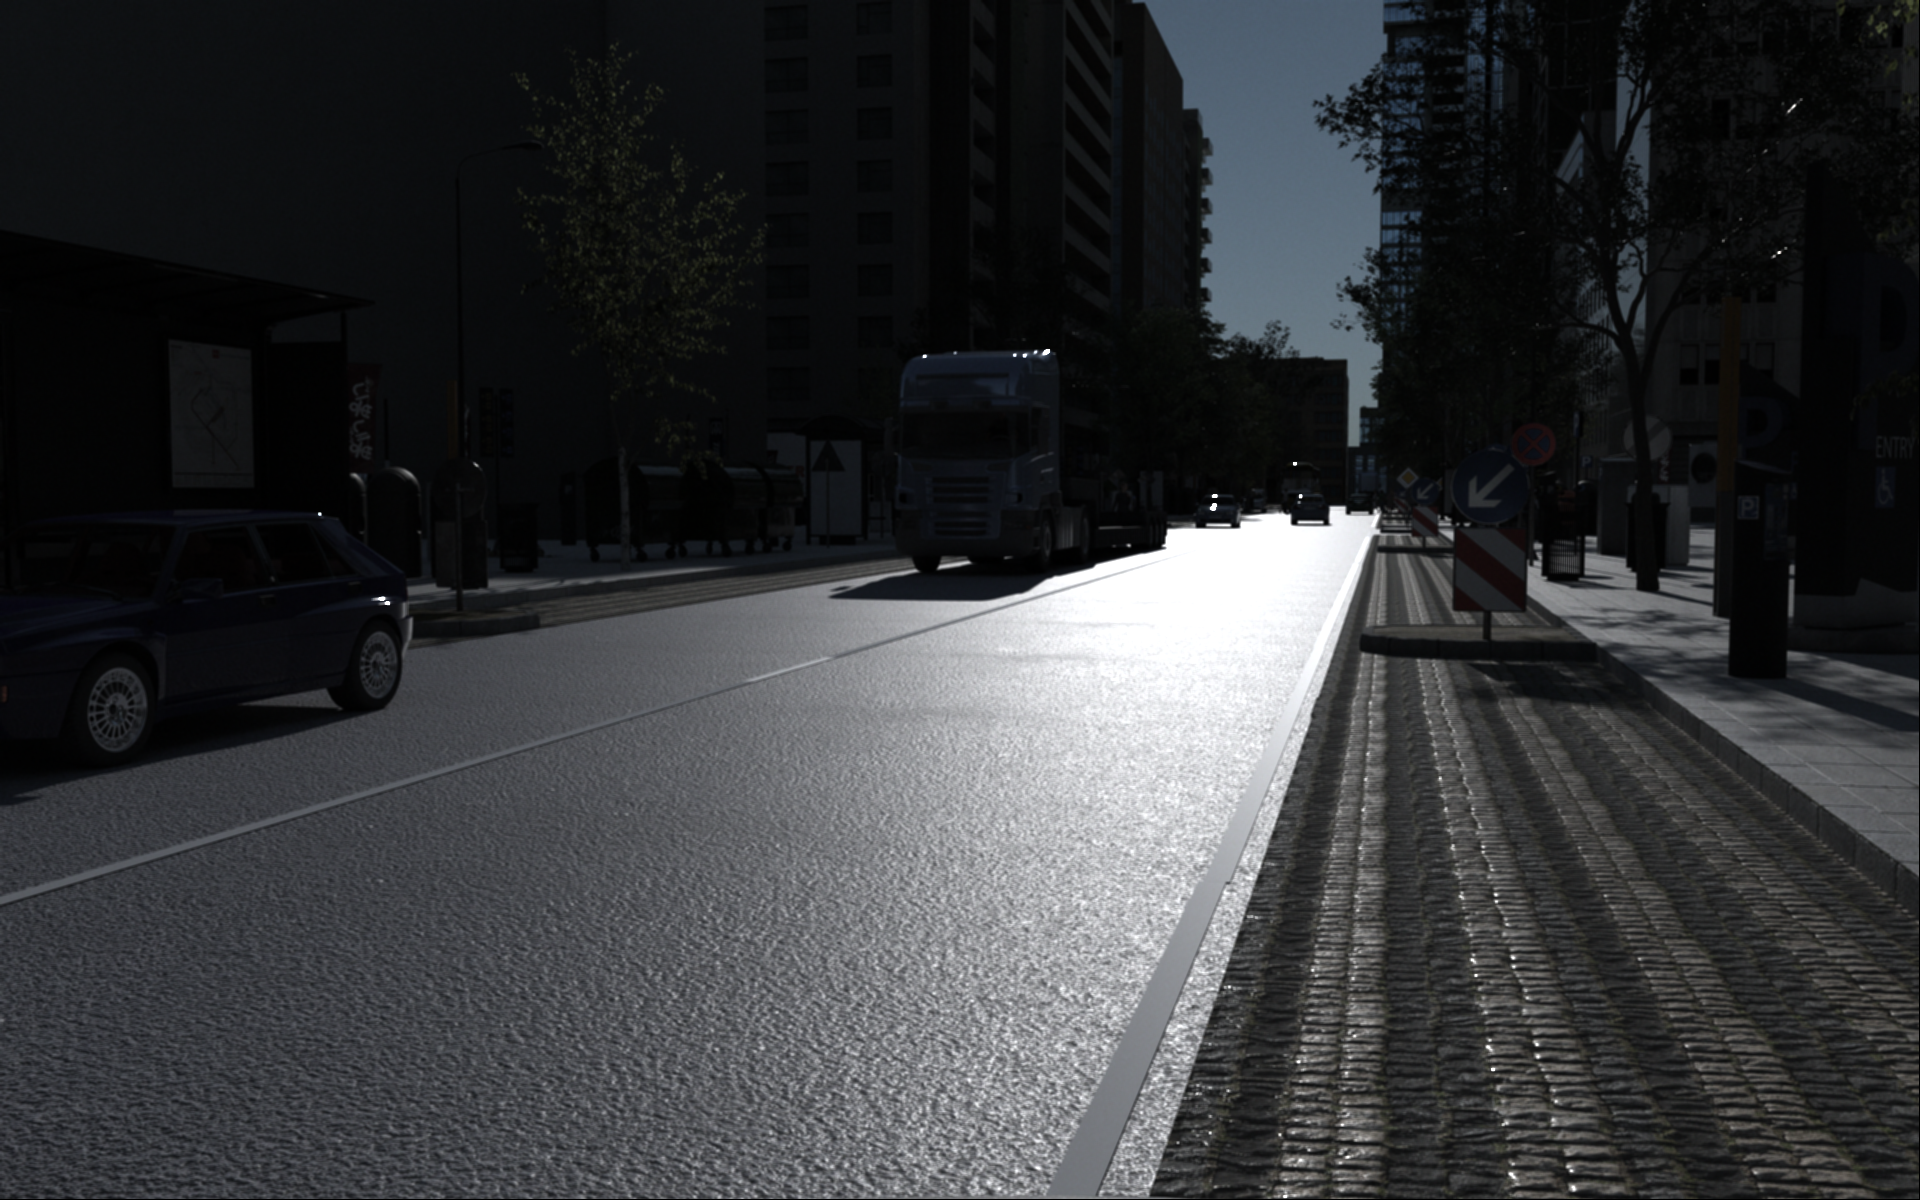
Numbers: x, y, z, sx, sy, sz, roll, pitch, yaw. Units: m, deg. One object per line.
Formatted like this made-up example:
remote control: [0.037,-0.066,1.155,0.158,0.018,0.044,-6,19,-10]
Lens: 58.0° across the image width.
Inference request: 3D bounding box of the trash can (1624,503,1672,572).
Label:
trash can: [11.370,-1.041,28.682,0.748,1.137,0.748,0,3,0]

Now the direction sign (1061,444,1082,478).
direction sign: [5.203,-5.322,79.008,0.876,3.537,0.379,1,4,17]

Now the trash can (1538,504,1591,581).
trash can: [8.968,-0.861,25.732,0.748,1.137,0.748,0,3,0]

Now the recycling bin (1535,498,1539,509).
recycling bin: [25.950,-3.997,77.900,0.722,1.027,0.722,0,4,3]

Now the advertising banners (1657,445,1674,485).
advertising banners: [24.592,-4.052,62.443,2.074,3.025,0.090,1,4,16]

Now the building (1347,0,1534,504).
building: [70.341,-56.713,239.931,31.000,86.520,22.319,1,4,14]

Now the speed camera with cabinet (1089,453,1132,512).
speed camera with cabinet: [7.331,-5.505,84.350,2.038,3.252,0.660,0,4,-2]

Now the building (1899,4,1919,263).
building: [31.931,-26.580,23.819,28.713,52.752,27.495,1,4,14]

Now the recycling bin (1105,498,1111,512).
recycling bin: [10.338,-6.454,118.074,0.722,1.027,0.722,3,5,44]

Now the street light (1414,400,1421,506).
street light: [23.181,-6.884,85.086,1.470,5.913,1.316,1,4,14]

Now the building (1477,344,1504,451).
building: [72.182,-21.165,191.082,27.650,21.520,28.899,1,4,14]

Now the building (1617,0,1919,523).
building: [41.421,-16.017,79.897,19.932,24.808,12.078,1,4,14]

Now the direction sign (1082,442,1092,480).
direction sign: [5.663,-5.092,75.256,0.379,3.537,0.876,1,4,10]

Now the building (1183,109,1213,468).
building: [14.431,-35.983,207.935,30.456,49.044,23.786,1,4,14]

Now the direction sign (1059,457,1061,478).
direction sign: [5.942,-6.938,105.427,0.876,3.537,0.379,-2,4,-32]

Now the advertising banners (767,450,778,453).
advertising banners: [-8.243,-4.445,68.857,2.074,3.025,0.090,0,4,6]

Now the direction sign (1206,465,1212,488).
direction sign: [17.902,-8.112,124.634,0.379,3.537,0.876,-1,4,-19]

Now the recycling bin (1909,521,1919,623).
recycling bin: [9.302,-0.255,16.725,0.722,1.027,0.722,-1,4,-18]

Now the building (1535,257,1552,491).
building: [51.100,-18.548,132.940,12.332,23.373,15.834,1,4,14]

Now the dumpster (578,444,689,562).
dumpster: [-6.271,-1.884,33.291,1.502,2.255,1.985,1,4,14]

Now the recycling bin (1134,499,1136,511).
recycling bin: [10.289,-5.713,105.964,0.722,1.027,0.722,-3,4,-36]

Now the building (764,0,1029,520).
building: [-4.641,-19.578,91.807,14.160,30.474,14.107,1,4,14]

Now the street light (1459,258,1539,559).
street light: [10.714,-3.766,34.113,1.470,5.913,1.316,1,4,14]

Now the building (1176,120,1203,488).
building: [18.162,-30.732,186.067,14.154,41.232,14.086,1,4,14]

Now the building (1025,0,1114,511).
building: [-1.140,-30.673,125.212,21.300,48.544,21.600,1,4,14]

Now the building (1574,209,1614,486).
building: [41.080,-14.845,97.468,10.420,20.320,16.860,1,4,14]

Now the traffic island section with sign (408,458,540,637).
traffic island section with sign: [-5.558,-0.588,18.239,1.989,1.847,2.006,1,4,14]

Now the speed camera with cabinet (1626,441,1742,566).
speed camera with cabinet: [12.886,-2.235,30.883,0.660,3.252,2.038,-2,4,-26]

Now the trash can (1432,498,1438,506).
trash can: [37.721,-7.674,137.122,0.748,1.137,0.748,0,3,0]

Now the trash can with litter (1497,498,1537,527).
trash can with litter: [13.315,-1.861,41.820,1.055,1.170,0.624,-3,5,-43]

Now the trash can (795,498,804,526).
trash can: [-6.615,-3.553,69.750,0.748,1.137,0.748,0,3,0]

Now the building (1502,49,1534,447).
building: [61.407,-31.837,170.645,14.600,45.320,14.200,1,4,14]

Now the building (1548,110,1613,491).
building: [46.578,-18.192,115.467,12.078,24.808,19.932,1,4,14]

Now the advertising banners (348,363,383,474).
advertising banners: [-8.650,-1.629,22.819,2.074,3.025,0.090,-2,4,-29]

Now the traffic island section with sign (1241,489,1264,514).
traffic island section with sign: [21.290,-7.241,127.014,1.989,1.847,2.006,1,4,14]

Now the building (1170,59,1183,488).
building: [14.280,-31.929,172.154,14.600,45.320,14.200,1,4,14]

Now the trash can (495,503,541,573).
trash can: [-7.235,-1.024,28.388,0.748,1.137,0.748,0,3,0]

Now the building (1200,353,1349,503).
building: [41.542,-24.931,252.660,28.899,21.520,27.650,1,4,14]

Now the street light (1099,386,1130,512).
street light: [6.610,-6.253,74.774,1.470,5.913,1.316,1,4,14]

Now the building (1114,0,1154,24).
building: [10.803,-31.066,158.045,14.600,45.320,14.200,1,4,14]

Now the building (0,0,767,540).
building: [-19.518,-16.102,56.768,24.014,27.812,14.314,1,4,14]

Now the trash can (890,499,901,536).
trash can: [-1.695,-2.395,50.818,0.748,1.137,0.748,0,3,0]

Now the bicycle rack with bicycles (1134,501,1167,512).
bicycle rack with bicycles: [10.086,-4.991,94.980,2.852,0.926,2.925,-1,4,-21]

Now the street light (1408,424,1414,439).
street light: [30.554,-8.682,114.487,1.470,5.913,1.316,1,4,14]

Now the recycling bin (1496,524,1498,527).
recycling bin: [15.925,-2.377,51.416,0.722,1.027,0.722,2,4,35]

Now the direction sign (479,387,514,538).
direction sign: [-9.903,-2.757,37.067,0.379,3.537,0.876,3,4,36]

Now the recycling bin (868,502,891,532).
recycling bin: [-2.706,-2.798,58.308,0.722,1.027,0.722,0,4,-8]

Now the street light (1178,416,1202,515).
street light: [13.798,-8.029,103.820,1.470,5.913,1.316,1,4,14]

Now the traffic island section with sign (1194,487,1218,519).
traffic island section with sign: [14.599,-5.580,99.861,1.989,1.847,2.006,1,4,14]

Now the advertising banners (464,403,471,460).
advertising banners: [-10.005,-2.319,34.111,0.090,3.025,2.074,-3,4,-36]

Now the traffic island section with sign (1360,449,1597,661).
traffic island section with sign: [4.718,-0.447,15.944,1.989,1.847,2.006,1,4,14]

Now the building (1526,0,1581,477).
building: [59.379,-43.641,151.790,20.563,71.187,20.611,1,4,14]
